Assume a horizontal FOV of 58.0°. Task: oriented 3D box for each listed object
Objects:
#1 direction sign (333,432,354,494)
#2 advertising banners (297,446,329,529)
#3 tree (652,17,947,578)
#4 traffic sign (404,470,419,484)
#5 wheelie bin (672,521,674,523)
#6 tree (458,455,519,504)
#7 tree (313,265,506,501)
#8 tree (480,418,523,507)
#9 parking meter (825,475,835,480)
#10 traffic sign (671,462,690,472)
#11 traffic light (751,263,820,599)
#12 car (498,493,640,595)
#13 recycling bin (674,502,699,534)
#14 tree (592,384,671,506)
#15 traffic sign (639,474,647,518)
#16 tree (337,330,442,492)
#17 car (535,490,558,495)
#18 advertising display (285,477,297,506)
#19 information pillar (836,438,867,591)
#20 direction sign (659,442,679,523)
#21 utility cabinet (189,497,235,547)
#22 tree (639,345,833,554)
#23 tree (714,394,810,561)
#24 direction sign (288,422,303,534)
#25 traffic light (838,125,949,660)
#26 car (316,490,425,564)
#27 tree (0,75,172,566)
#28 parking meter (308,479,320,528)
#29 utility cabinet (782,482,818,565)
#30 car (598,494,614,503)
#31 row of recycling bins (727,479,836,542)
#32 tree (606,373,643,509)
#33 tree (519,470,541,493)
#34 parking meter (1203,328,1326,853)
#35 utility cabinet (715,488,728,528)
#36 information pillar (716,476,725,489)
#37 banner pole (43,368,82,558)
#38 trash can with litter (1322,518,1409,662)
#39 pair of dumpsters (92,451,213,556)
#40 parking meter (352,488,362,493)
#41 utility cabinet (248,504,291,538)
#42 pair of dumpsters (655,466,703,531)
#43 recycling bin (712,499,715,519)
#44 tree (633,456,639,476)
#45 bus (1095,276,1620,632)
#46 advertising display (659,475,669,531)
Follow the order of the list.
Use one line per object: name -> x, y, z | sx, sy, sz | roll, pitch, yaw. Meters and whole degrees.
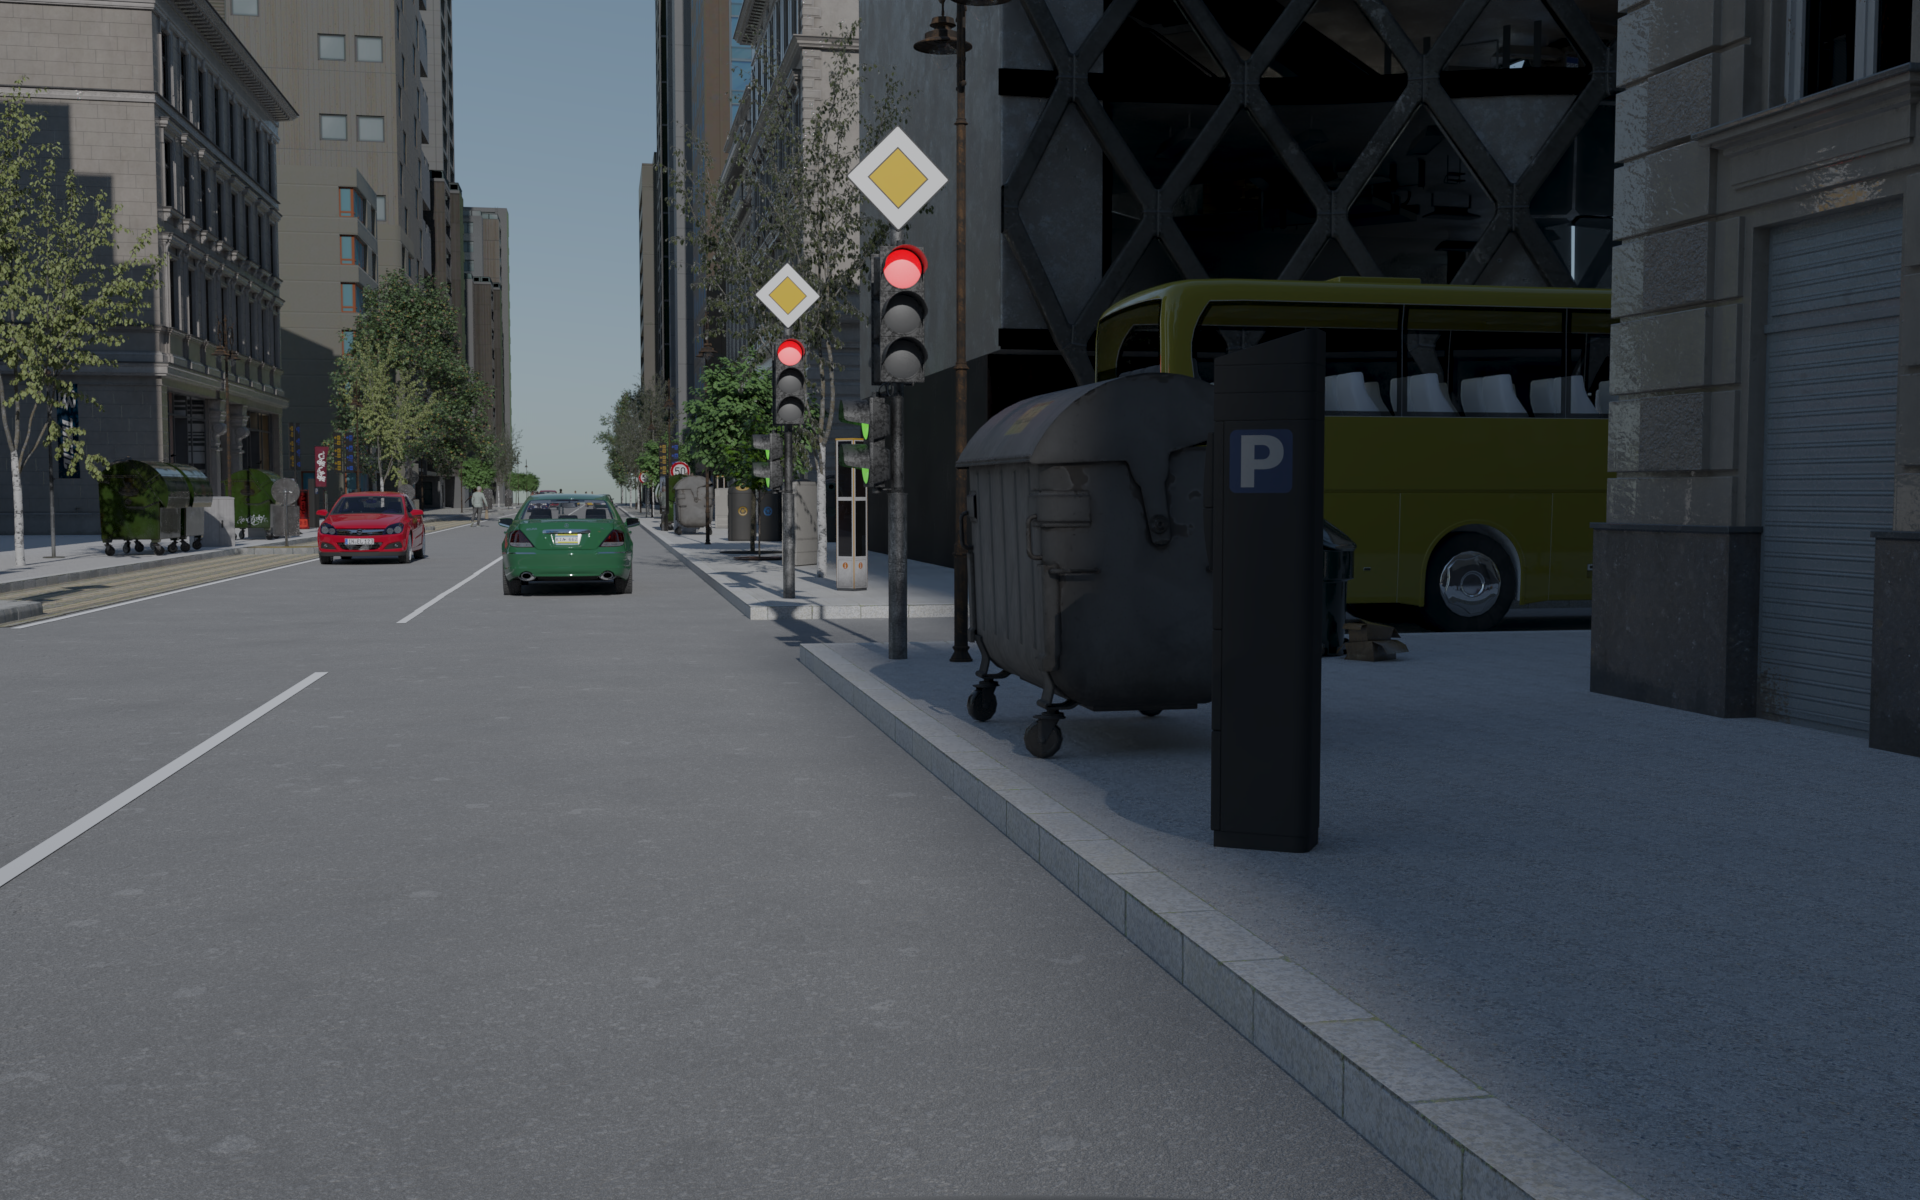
direction sign -> -22.597, -4.377, 63.569 | 0.876, 3.537, 0.379 | 1, 4, 20
advertising banners -> -23.911, -4.076, 62.828 | 2.074, 3.025, 0.090 | -3, 4, -36
tree -> -2.365, -4.650, 26.390 | 4.360, 8.622, 3.978 | 0, 3, 0
traffic sign -> -29.341, -5.663, 92.688 | 0.768, 2.556, 0.104 | 0, 4, -3
wheelie bin -> -12.734, -4.273, 77.764 | 0.693, 1.594, 0.980 | 1, 4, 21
tree -> -38.280, -9.394, 137.312 | 4.285, 4.588, 4.351 | 0, 3, 0
tree -> -27.700, -10.401, 87.064 | 9.611, 12.733, 9.660 | 0, 3, 0
tree -> -44.789, -13.300, 167.819 | 4.360, 8.622, 3.978 | 0, 3, 0
parking meter -> -3.986, -2.853, 52.356 | 0.255, 1.863, 0.399 | 2, 4, 35
traffic sign -> -10.965, -4.150, 67.951 | 0.768, 2.556, 0.104 | 0, 4, -2
traffic light -> -2.121, -1.974, 21.196 | 0.839, 4.253, 0.868 | -1, 4, -12
car -> -5.882, -0.874, 26.082 | 2.131, 1.459, 4.920 | -1, 4, -12
recycling bin -> -8.950, -2.694, 56.599 | 0.722, 1.027, 0.722 | 0, 4, -1
tree -> -33.564, -16.149, 181.042 | 9.611, 12.733, 9.660 | 0, 3, 0
traffic sign -> -16.886, -5.693, 93.185 | 0.768, 2.556, 0.104 | 0, 4, -7
tree -> -26.016, -7.838, 78.513 | 4.737, 8.622, 4.395 | 0, 3, 0
car -> -36.931, -8.970, 155.334 | 2.281, 1.827, 5.304 | -1, 4, -13
advertising display -> -25.712, -3.754, 66.589 | 0.123, 1.923, 0.974 | 0, 4, 1
information pillar -> -1.435, -1.130, 22.965 | 0.304, 2.012, 0.304 | 2, 4, 34
direction sign -> -12.752, -5.132, 75.908 | 0.876, 3.537, 0.379 | -2, 4, -25
utility cabinet -> -18.203, -1.895, 42.147 | 0.306, 1.237, 1.020 | 3, 5, 41
tree -> -4.483, -3.291, 37.514 | 4.285, 4.588, 4.351 | 0, 3, 0
tree -> -4.035, -2.395, 33.757 | 1.663, 3.219, 1.824 | 0, 3, 0
direction sign -> -21.129, -3.857, 55.057 | 0.379, 3.537, 0.876 | 0, 3, 0
traffic light -> -0.502, -1.496, 13.376 | 0.839, 4.253, 0.868 | -1, 4, -12
car -> -12.463, -1.698, 36.799 | 2.155, 1.783, 4.494 | -1, 4, -11
tree -> -16.605, -4.912, 30.668 | 4.737, 8.622, 4.395 | 0, 3, 0
parking meter -> -24.585, -3.681, 65.901 | 0.255, 1.863, 0.399 | 1, 4, 11
utility cabinet -> -2.820, -1.377, 31.192 | 0.318, 1.500, 1.173 | 1, 4, 21
car -> -32.296, -8.985, 156.694 | 2.009, 1.686, 4.222 | -1, 4, -14
row of recycling bins -> -4.681, -2.431, 46.853 | 3.534, 1.692, 1.069 | 1, 4, 20
tree -> -18.386, -9.286, 102.187 | 4.360, 8.622, 3.978 | 0, 3, 0
tree -> -56.176, -14.382, 218.862 | 4.285, 4.588, 4.351 | 0, 3, 0
parking meter -> 1.103, -0.036, 6.301 | 0.399, 1.863, 0.255 | 1, 4, 23
utility cabinet -> -8.536, -3.422, 64.621 | 1.173, 1.500, 0.318 | 1, 4, 13
information pillar -> -9.751, -4.038, 70.516 | 0.304, 2.012, 0.304 | -1, 4, -16
banner pole -> -17.939, -2.725, 34.579 | 0.863, 3.779, 0.401 | 0, 4, 8
trash can with litter -> 3.037, -0.139, 13.652 | 1.055, 1.170, 0.624 | 3, 5, 45
pair of dumpsters -> -17.551, -2.155, 37.730 | 1.574, 2.255, 4.437 | -1, 4, -12
parking meter -> -25.090, -3.894, 72.075 | 0.372, 1.533, 0.369 | 0, 3, 0
utility cabinet -> -20.044, -2.542, 50.245 | 1.173, 1.500, 0.318 | 0, 4, 8
pair of dumpsters -> -10.185, -3.689, 62.815 | 1.574, 2.255, 4.437 | -1, 4, -12
recycling bin -> -12.672, -4.599, 87.753 | 0.722, 1.027, 0.722 | -3, 5, -40
tree -> -15.236, -6.502, 90.027 | 4.285, 4.588, 4.351 | 0, 3, 0
bus -> 7.705, -1.691, 19.197 | 12.252, 3.916, 2.896 | -1, 4, -12
advertising display -> -10.234, -3.347, 59.945 | 0.123, 1.923, 0.974 | -1, 4, -22
